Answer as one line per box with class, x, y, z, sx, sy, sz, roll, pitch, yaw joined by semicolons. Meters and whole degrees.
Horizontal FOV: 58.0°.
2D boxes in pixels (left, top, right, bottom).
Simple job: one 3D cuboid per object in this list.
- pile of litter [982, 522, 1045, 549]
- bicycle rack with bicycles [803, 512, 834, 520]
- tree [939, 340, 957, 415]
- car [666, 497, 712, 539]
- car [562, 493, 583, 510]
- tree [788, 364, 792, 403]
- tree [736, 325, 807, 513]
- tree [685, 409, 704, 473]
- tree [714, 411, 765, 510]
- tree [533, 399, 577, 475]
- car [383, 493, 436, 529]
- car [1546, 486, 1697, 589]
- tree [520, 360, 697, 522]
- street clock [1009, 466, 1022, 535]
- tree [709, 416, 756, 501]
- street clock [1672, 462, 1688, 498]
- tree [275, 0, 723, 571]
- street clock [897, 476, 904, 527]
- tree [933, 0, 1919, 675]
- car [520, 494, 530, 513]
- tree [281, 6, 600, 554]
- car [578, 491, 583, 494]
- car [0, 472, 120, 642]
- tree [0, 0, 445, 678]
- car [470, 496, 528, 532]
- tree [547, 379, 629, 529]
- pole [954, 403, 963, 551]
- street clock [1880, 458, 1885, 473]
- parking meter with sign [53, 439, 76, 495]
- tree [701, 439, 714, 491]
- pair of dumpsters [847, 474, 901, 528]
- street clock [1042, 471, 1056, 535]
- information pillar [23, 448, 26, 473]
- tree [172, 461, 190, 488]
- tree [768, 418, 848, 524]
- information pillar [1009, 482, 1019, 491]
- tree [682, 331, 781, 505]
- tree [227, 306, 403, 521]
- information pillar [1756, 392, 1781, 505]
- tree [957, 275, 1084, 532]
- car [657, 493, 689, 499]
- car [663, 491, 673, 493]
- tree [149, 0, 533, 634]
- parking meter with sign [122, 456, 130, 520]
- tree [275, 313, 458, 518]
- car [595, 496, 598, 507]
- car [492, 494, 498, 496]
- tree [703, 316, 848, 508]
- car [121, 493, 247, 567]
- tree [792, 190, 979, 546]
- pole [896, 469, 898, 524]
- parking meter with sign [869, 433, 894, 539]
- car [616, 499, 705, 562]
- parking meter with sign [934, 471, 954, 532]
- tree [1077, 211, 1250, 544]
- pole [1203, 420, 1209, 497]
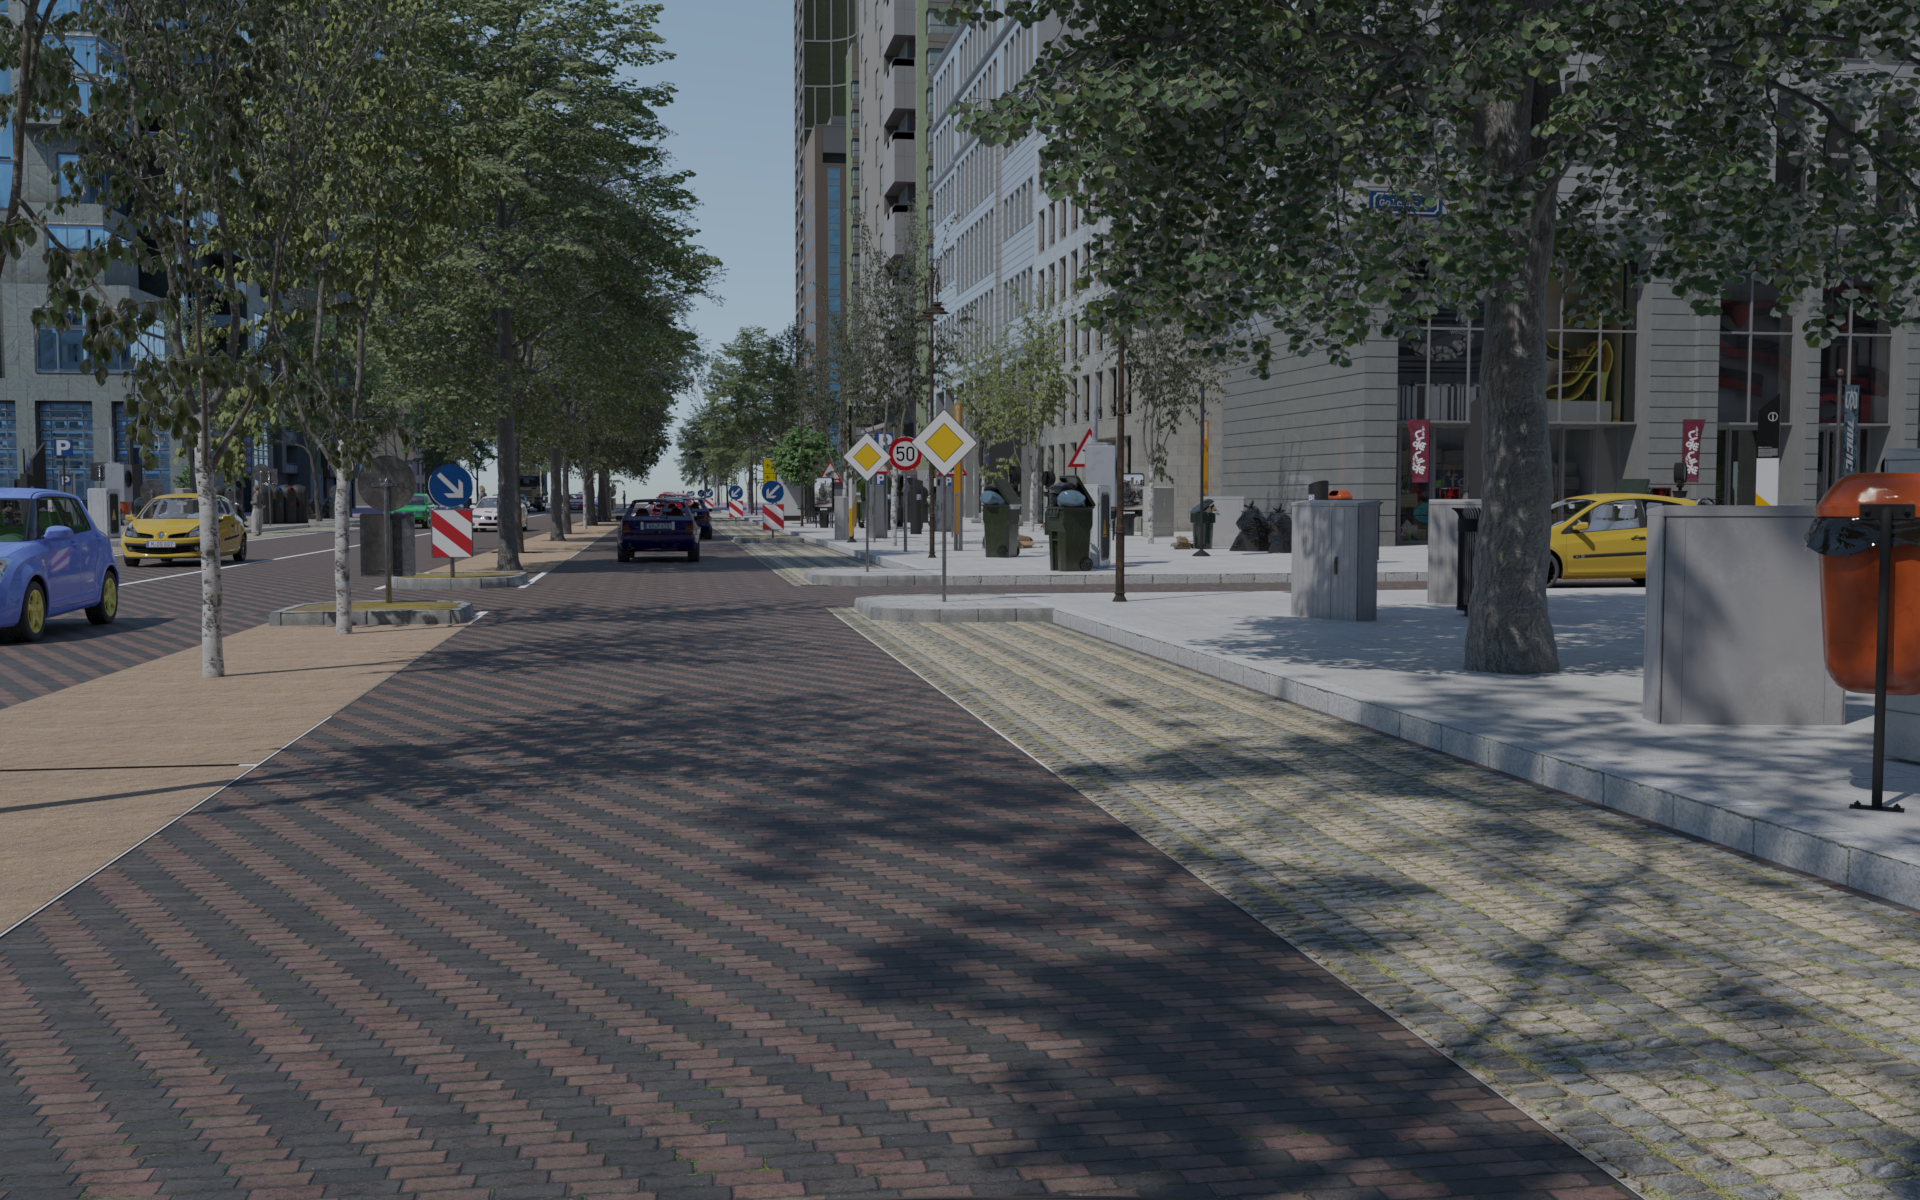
pile of litter;1.243;-1.664;41.168;1.719;0.858;1.176;-1;4;-23
bicycle rack with bicycles;-7.495;-4.538;87.573;2.925;0.926;2.852;-2;4;-32
tree;1.198;-7.436;71.943;4.737;8.622;4.395;0;3;0
car;-9.000;-2.673;56.283;1.945;1.354;3.894;-1;4;-11
car;-29.807;-7.681;134.623;2.155;1.783;4.494;-1;4;-9
tree;-3.834;-6.541;57.306;4.360;8.622;3.978;0;3;0
tree;-13.658;-12.125;116.373;7.486;12.596;7.792;0;3;0
tree;-21.817;-13.974;162.890;8.767;10.594;7.601;0;4;-1
tree;-16.477;-11.289;134.939;4.737;8.622;4.395;0;3;0
tree;-16.618;-10.298;77.482;9.857;13.997;8.962;0;3;0
car;-23.063;-3.908;72.686;1.959;1.807;4.718;-1;4;-11
car;9.721;-1.013;26.792;3.980;1.641;2.015;-1;4;-9
tree;-18.222;-10.301;87.885;9.611;12.733;9.660;0;3;0
street clock;1.404;-2.428;44.274;0.358;2.002;0.471;-1;4;-10
tree;-19.248;-12.043;147.259;4.360;8.622;3.978;0;3;0
street clock;16.504;-2.150;39.721;0.358;2.002;0.471;2;4;32
tree;-8.229;-6.781;31.448;7.486;12.596;7.792;0;3;0
street clock;-2.353;-3.878;67.971;0.358;2.002;0.471;2;4;27
tree;3.913;-6.458;12.250;9.857;13.997;8.962;0;3;0
car;-33.590;-7.294;131.053;2.131;1.459;4.920;-1;4;-9
tree;-10.766;-7.876;41.602;12.009;13.543;11.850;0;3;0
car;-50.270;-13.636;231.617;2.281;1.827;5.304;-1;4;-10
car;-9.982;-0.498;17.735;1.945;1.707;3.694;-1;4;-10
tree;-5.759;-3.681;12.998;4.360;8.622;3.978;0;3;0
car;-17.776;-3.333;66.858;2.083;1.381;4.827;-1;4;-9
tree;-15.100;-7.140;69.551;4.360;8.622;3.978;0;3;0
pole;-0.039;-2.759;38.953;0.158;3.312;0.155;0;3;0
street clock;17.932;-1.760;33.349;0.358;2.002;0.471;0;4;0
parking meter with sign;-28.686;-3.636;55.701;0.543;3.016;1.738;-1;4;-20
tree;-25.631;-14.412;185.993;4.737;8.622;4.395;0;3;0
pair of dumpsters;-3.224;-3.816;64.878;1.574;2.255;4.437;-1;4;-10
street clock;2.764;-3.027;54.055;0.358;2.002;0.471;-2;4;-31
information pillar;-47.819;-5.945;88.557;0.183;3.616;0.504;-2;4;-30
tree;-41.530;-6.030;93.197;1.663;3.219;1.824;0;3;0
tree;-6.581;-5.590;75.111;4.285;4.588;4.351;0;3;0
information pillar;1.983;-3.613;63.568;0.304;2.012;0.304;-2;4;-25
tree;-26.792;-21.038;199.866;12.611;20.169;13.585;0;3;0
tree;-30.264;-8.972;81.105;7.601;10.594;8.767;3;5;44
information pillar;18.739;-2.984;40.143;0.504;3.616;0.183;3;4;38
tree;2.370;-6.615;58.525;4.737;8.622;4.395;0;3;0
car;-12.347;-4.012;74.632;2.155;1.783;4.494;-1;4;-11
car;-40.756;-14.252;241.687;2.281;1.827;5.304;-1;4;-11
tree;-6.351;-3.962;17.604;4.737;8.622;4.395;0;3;0
parking meter with sign;-37.933;-5.022;78.366;1.738;3.016;0.543;2;4;26
tree;-33.247;-10.303;94.216;9.928;11.665;9.643;0;3;0
car;-40.479;-11.438;196.602;1.945;1.707;3.694;0;4;-8
car;-28.905;-5.974;109.473;2.131;1.459;4.920;-1;4;-10
tree;-9.250;-9.540;90.390;7.601;10.594;8.767;-1;4;-10
car;-15.902;-1.551;35.577;2.015;1.641;3.980;-1;4;-11
tree;-1.616;-5.651;42.761;4.360;8.622;3.978;0;3;0
pole;-2.656;-4.777;71.944;0.158;3.312;0.155;0;3;0
parking meter with sign;-2.343;-3.298;50.189;0.543;3.016;1.738;-1;4;-14
car;-6.559;-1.547;37.878;1.945;1.354;3.894;-1;4;-8
parking meter with sign;-0.486;-3.818;58.686;0.543;3.016;1.738;-1;4;-20
tree;5.164;-5.755;44.451;4.360;8.622;3.978;0;3;0
pole;6.803;-3.312;47.998;0.158;3.312;0.155;0;3;0
